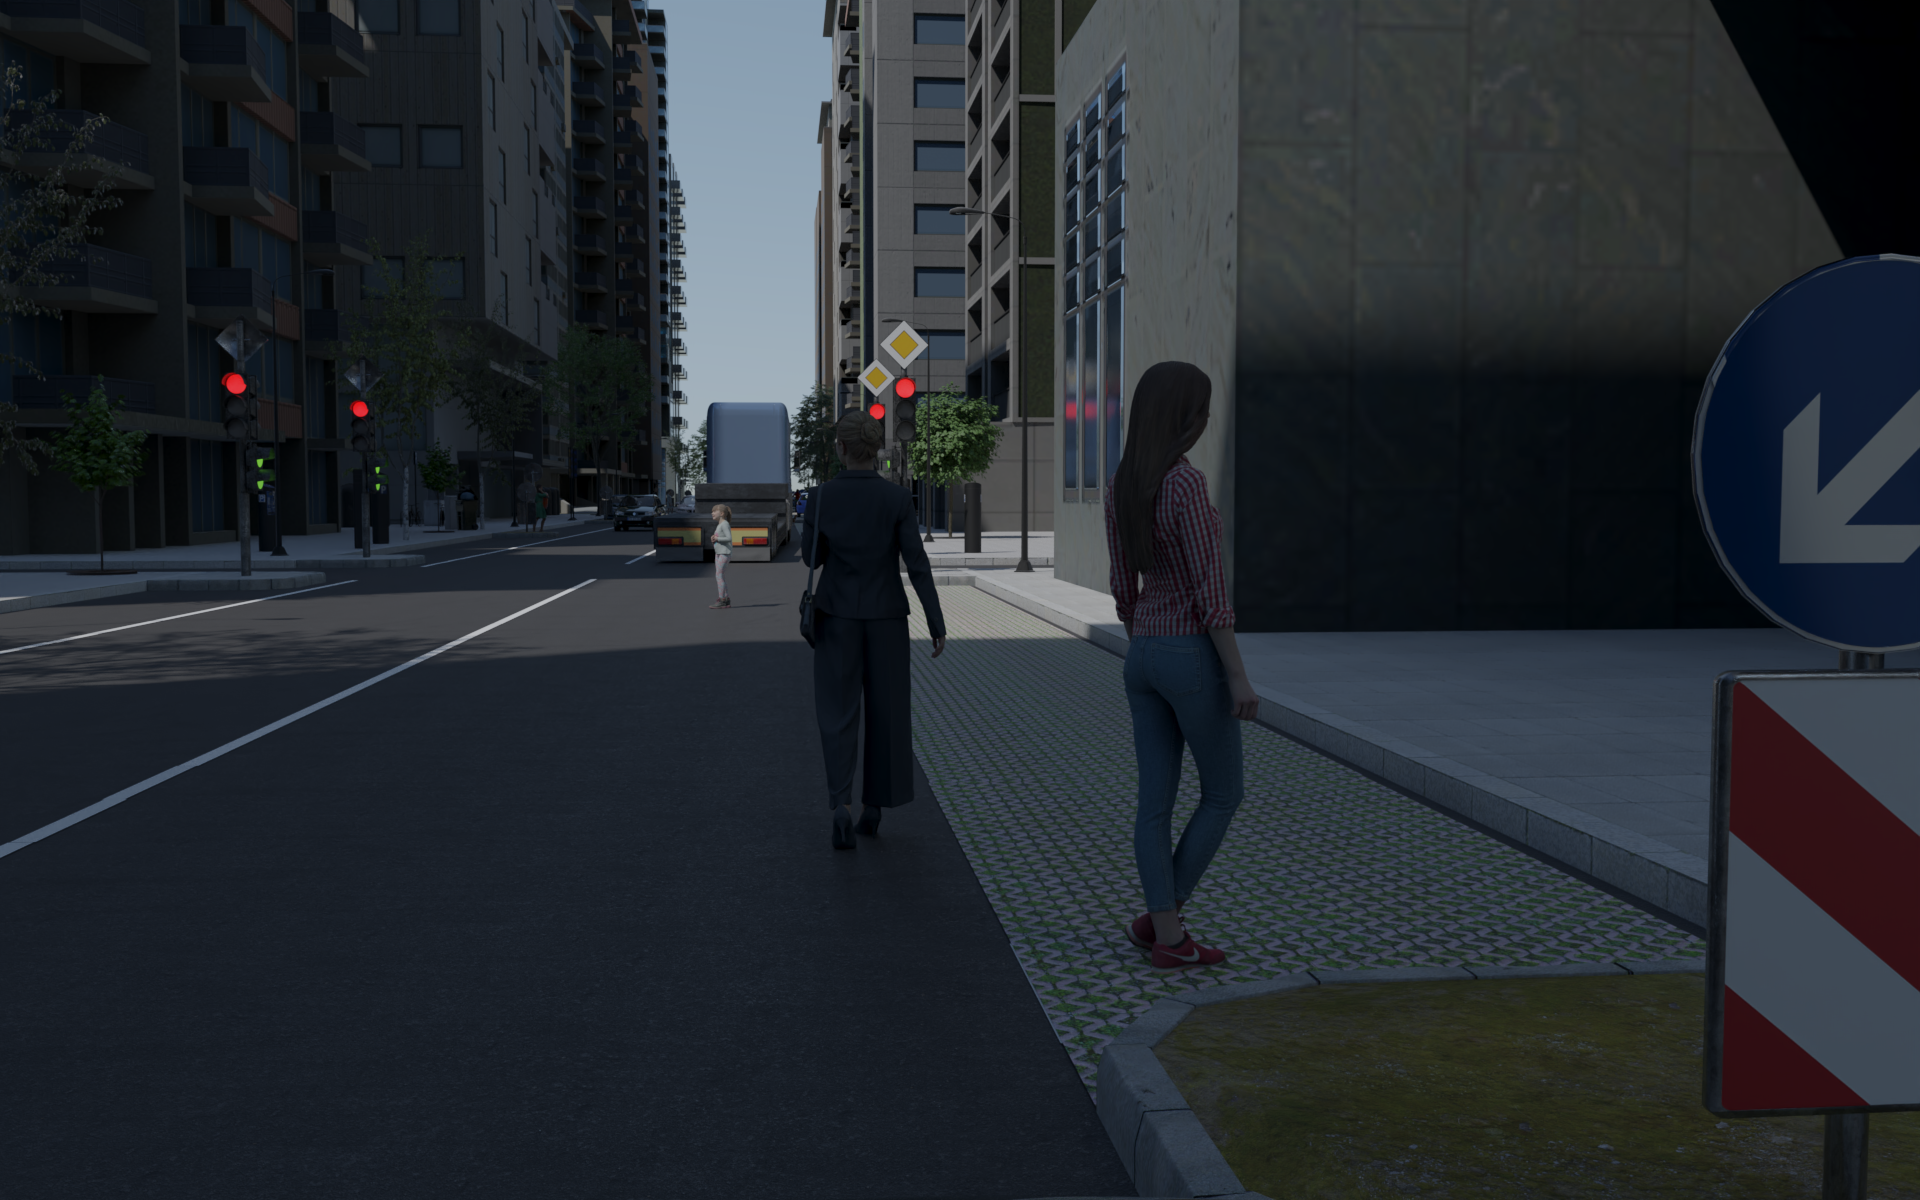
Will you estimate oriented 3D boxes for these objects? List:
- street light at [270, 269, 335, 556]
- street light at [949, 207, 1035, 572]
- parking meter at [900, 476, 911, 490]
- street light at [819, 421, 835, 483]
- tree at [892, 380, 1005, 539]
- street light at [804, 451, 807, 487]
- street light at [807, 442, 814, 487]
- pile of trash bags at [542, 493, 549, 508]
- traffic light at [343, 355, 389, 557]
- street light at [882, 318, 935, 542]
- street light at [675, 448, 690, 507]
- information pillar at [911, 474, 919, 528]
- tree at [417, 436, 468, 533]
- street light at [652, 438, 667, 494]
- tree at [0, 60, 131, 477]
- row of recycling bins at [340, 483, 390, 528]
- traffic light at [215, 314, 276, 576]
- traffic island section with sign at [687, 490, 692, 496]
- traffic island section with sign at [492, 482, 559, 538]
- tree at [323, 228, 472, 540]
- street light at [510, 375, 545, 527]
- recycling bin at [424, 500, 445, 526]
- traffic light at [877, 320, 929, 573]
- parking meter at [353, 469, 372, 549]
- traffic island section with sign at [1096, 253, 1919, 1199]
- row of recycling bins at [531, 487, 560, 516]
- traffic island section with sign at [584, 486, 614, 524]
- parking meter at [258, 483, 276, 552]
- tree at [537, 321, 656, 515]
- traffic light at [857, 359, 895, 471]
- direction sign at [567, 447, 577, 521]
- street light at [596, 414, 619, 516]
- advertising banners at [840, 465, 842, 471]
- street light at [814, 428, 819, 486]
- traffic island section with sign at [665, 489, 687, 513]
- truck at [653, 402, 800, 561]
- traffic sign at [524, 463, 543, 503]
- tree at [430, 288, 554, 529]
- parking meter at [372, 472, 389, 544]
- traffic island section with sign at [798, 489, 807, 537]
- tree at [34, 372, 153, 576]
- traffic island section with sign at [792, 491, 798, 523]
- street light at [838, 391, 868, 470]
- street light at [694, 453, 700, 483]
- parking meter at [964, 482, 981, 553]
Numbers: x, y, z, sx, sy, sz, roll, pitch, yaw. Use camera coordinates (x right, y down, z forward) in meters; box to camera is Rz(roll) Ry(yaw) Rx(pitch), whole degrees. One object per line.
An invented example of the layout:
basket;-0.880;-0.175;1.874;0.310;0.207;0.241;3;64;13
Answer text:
street light;-13.613;-3.874;35.883;1.470;5.913;1.316;0;4;-6
street light;0.523;-3.409;28.271;1.470;5.913;1.316;0;4;-6
parking meter;-1.844;-3.170;57.546;0.255;1.863;0.399;3;4;39
street light;-8.031;-8.414;110.109;1.470;5.913;1.316;0;4;-6
tree;-0.348;-4.059;50.078;4.285;4.588;4.351;0;3;0
street light;-16.005;-13.089;186.542;1.470;5.913;1.316;0;4;-6
street light;-12.664;-11.122;154.383;1.470;5.913;1.316;0;4;-6
pile of trash bags;-25.557;-5.560;100.665;3.447;1.369;1.912;0;4;7
traffic light;-12.010;-2.818;34.990;0.839;4.253;0.868;0;4;-6
street light;-1.370;-4.485;45.876;1.470;5.913;1.316;0;4;-6
street light;-28.181;-12.387;175.073;1.470;5.913;1.316;0;4;-6
information pillar;-1.680;-3.700;64.984;0.304;2.012;0.304;0;4;-1
tree;-17.291;-3.866;57.817;1.663;3.219;1.824;0;3;0
street light;-24.895;-10.445;143.311;1.470;5.913;1.316;0;4;-6
tree;-13.187;-4.380;21.978;4.360;8.622;3.978;0;3;0
row of recycling bins;-23.294;-3.703;67.662;1.069;1.692;3.534;0;4;4
traffic light;-11.179;-2.332;27.048;0.839;4.253;0.868;0;4;-6
traffic island section with sign;-25.279;-9.347;161.449;1.989;1.847;2.006;0;4;-6
traffic island section with sign;-14.410;-2.995;57.591;1.989;1.847;2.006;0;4;-6
tree;-15.557;-5.988;48.265;4.737;8.622;4.395;0;3;0
street light;-16.889;-5.817;67.646;1.470;5.913;1.316;0;4;-6
recycling bin;-21.203;-3.512;69.972;0.722;1.027;0.722;0;4;0
traffic light;-0.925;-2.398;28.133;0.839;4.253;0.868;0;4;-6
parking meter;-14.092;-2.142;40.735;0.255;1.863;0.399;0;4;-6
traffic island section with sign;1.349;0.305;3.645;1.989;1.847;2.006;0;4;-6
row of recycling bins;-24.880;-5.933;104.118;1.069;1.692;3.534;0;4;5
traffic island section with sign;-17.212;-4.634;84.400;1.989;1.847;2.006;0;4;-6
parking meter;-15.452;-1.848;38.620;0.372;1.533;0.369;0;3;0
tree;-22.121;-10.983;105.331;9.928;11.665;9.643;0;3;0
traffic light;-1.756;-2.884;36.075;0.839;4.253;0.868;0;4;-6
direction sign;-19.245;-5.758;86.141;0.379;3.537;0.876;1;4;13
street light;-20.347;-7.788;99.883;1.470;5.913;1.316;0;4;-6
advertising banners;-6.949;-6.551;103.302;0.090;3.025;2.074;1;4;9
street light;-9.421;-9.179;122.617;1.470;5.913;1.316;0;4;-6
traffic island section with sign;-22.465;-7.707;134.640;1.989;1.847;2.006;0;4;-6
truck;-5.789;-3.376;44.955;2.967;4.110;18.799;0;4;-4
traffic sign;-17.511;-4.343;71.106;0.768;2.556;0.104;0;4;-5
tree;-17.096;-6.865;62.603;4.360;8.622;3.978;0;3;0
parking meter;-14.898;-2.374;44.524;0.255;1.863;0.399;2;4;27
traffic island section with sign;-4.370;-3.041;58.349;1.989;1.847;2.006;0;4;-6
tree;-13.644;-2.017;27.580;1.663;3.219;1.824;0;3;0
traffic island section with sign;-7.205;-4.701;85.484;1.989;1.847;2.006;0;4;-6
street light;-4.714;-6.472;78.351;1.470;5.913;1.316;0;4;-6
street light;-30.098;-13.518;193.566;1.470;5.913;1.316;0;4;-6
parking meter;0.279;-1.790;37.684;0.372;1.533;0.369;0;3;0
